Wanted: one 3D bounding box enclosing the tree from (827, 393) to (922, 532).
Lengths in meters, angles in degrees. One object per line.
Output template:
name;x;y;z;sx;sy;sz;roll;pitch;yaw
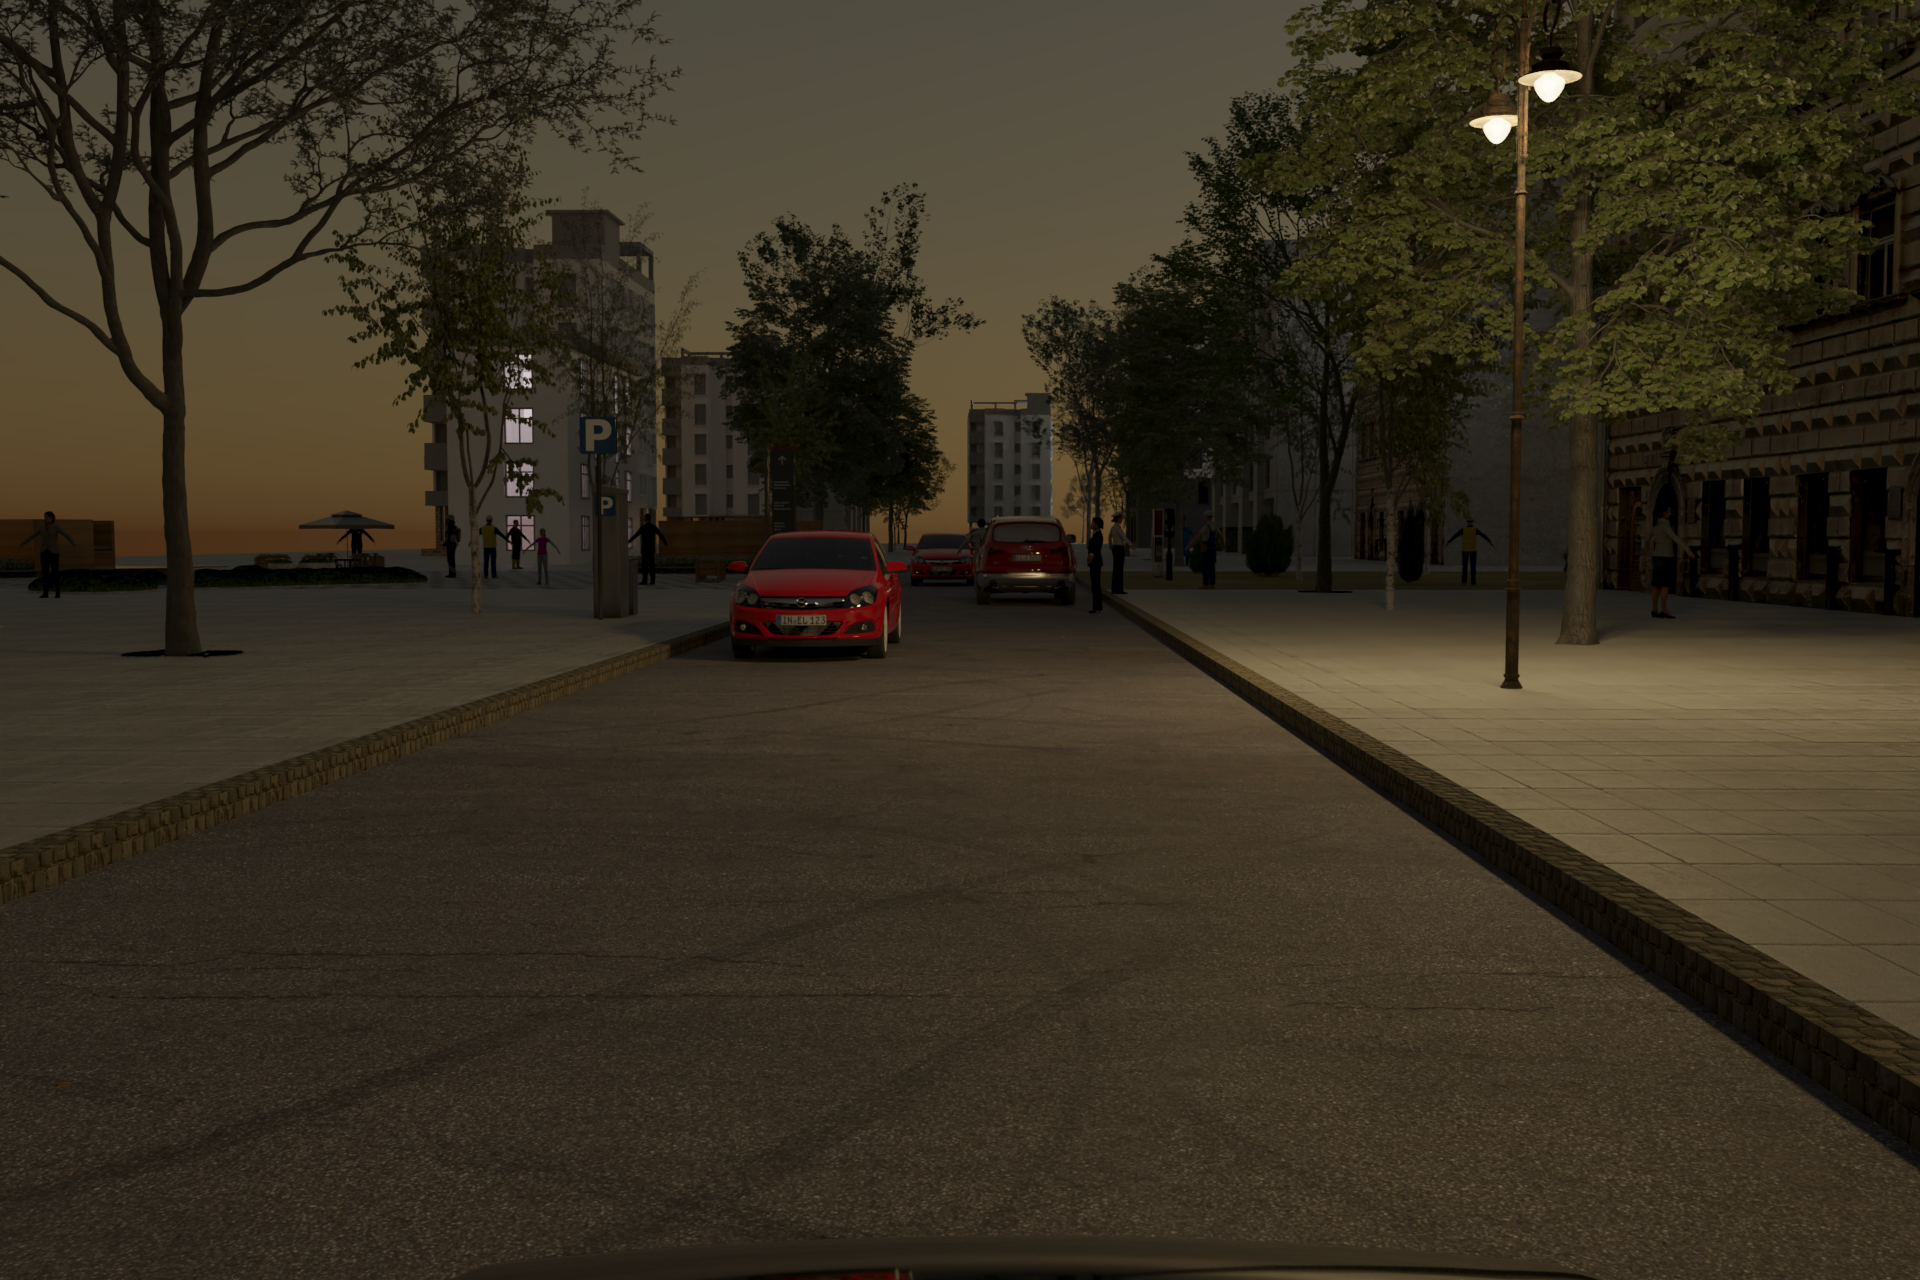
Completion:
tree;-5.955;-10.801;111.009;8.767;10.594;7.601;2;4;34

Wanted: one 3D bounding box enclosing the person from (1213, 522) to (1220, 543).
person;10.677;-4.116;73.563;0.705;1.796;1.348;-2;4;-28

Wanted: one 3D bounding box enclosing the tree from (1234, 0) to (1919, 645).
tree;7.146;-6.246;20.255;7.486;12.596;7.792;0;3;0

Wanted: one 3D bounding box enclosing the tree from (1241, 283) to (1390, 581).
tree;9.277;-5.953;47.689;4.360;8.622;3.978;0;3;0

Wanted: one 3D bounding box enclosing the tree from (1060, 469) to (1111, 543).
tree;17.084;-18.479;236.547;7.601;10.594;8.767;0;4;6

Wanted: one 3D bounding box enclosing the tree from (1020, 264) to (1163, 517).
tree;10.909;-16.249;121.559;12.611;20.169;13.585;0;3;0

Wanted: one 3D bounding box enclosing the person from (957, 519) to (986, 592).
person;0.543;-2.075;42.566;1.347;1.806;0.705;1;4;18

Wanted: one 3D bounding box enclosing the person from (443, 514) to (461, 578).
person;-14.965;-2.755;50.826;0.705;1.856;1.354;-2;4;-25

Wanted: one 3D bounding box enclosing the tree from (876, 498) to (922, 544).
tree;-8.491;-18.927;235.217;9.928;11.665;9.643;0;3;0

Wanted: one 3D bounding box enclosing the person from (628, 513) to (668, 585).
person;-7.904;-2.297;43.787;1.346;1.802;0.704;-3;5;-44

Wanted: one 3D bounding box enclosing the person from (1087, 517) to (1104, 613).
person;2.392;-1.361;31.426;0.721;1.740;1.216;0;4;7

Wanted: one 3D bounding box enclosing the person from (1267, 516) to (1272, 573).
person;10.118;-3.105;56.527;0.705;1.858;1.354;-1;4;-10

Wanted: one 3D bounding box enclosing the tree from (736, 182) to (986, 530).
tree;-4.683;-14.458;92.283;12.611;20.169;13.585;0;3;0

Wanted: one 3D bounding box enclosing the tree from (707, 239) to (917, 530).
tree;-6.355;-10.405;76.773;9.857;13.997;8.962;0;3;0

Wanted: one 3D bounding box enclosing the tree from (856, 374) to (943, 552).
tree;-4.674;-12.507;122.624;7.486;12.596;7.792;0;3;0

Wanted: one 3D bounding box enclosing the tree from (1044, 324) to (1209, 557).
tree;9.666;-11.533;98.934;12.009;13.543;11.850;0;3;0

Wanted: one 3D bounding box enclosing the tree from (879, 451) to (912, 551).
tree;-5.147;-11.174;133.059;4.737;8.622;4.395;0;3;0

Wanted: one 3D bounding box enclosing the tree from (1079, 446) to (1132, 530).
tree;10.140;-9.678;108.592;4.360;8.622;3.978;0;3;0

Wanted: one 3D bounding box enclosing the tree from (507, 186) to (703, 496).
tree;-8.106;-5.338;37.633;4.360;8.622;3.978;0;3;0

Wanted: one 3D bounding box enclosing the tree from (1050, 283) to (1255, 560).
tree;9.477;-10.659;84.646;12.009;13.543;11.850;0;3;0

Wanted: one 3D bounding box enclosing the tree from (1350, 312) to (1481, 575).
tree;14.304;-6.313;53.586;4.737;8.622;4.395;0;3;0

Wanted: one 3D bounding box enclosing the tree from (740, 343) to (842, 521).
tree;-6.753;-7.180;67.755;4.737;8.622;4.395;0;3;0

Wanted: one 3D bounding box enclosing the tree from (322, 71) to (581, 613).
tree;-7.885;-4.731;27.721;4.737;8.622;4.395;0;3;0

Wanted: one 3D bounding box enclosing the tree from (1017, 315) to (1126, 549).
tree;11.170;-17.714;145.519;12.611;20.169;13.585;0;3;0

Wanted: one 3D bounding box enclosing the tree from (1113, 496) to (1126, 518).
tree;23.072;-17.547;237.262;4.737;8.622;4.395;0;3;0

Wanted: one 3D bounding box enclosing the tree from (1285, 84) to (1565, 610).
tree;7.424;-4.799;28.827;4.737;8.622;4.395;0;3;0

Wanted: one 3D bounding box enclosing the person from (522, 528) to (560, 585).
person;-10.572;-2.110;43.773;0.991;1.433;0.599;0;4;7

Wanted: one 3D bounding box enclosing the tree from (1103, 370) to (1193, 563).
tree;8.480;-7.662;75.633;4.360;8.622;3.978;0;3;0

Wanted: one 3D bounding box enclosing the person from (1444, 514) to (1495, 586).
person;12.736;-2.253;43.299;1.216;1.772;0.721;1;4;17

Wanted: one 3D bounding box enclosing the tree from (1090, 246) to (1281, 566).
tree;8.874;-9.181;68.233;7.486;12.596;7.792;0;3;0

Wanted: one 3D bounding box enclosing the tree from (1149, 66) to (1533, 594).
tree;8.145;-6.842;37.616;9.928;11.665;9.643;0;3;0

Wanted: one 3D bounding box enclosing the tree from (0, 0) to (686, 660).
tree;-8.297;-6.569;17.775;12.009;13.543;11.850;0;3;0

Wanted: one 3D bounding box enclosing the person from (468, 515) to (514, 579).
person;-13.558;-2.692;49.979;1.349;1.833;0.705;0;4;5

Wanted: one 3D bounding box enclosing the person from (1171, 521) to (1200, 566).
person;9.000;-3.863;69.289;1.347;1.817;0.704;-1;4;-9

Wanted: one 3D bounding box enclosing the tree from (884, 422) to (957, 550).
tree;-4.512;-12.610;140.589;8.767;10.594;7.601;0;4;-2

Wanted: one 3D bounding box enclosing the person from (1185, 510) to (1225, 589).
person;5.787;-2.116;40.458;1.347;1.847;0.705;-3;5;-41
